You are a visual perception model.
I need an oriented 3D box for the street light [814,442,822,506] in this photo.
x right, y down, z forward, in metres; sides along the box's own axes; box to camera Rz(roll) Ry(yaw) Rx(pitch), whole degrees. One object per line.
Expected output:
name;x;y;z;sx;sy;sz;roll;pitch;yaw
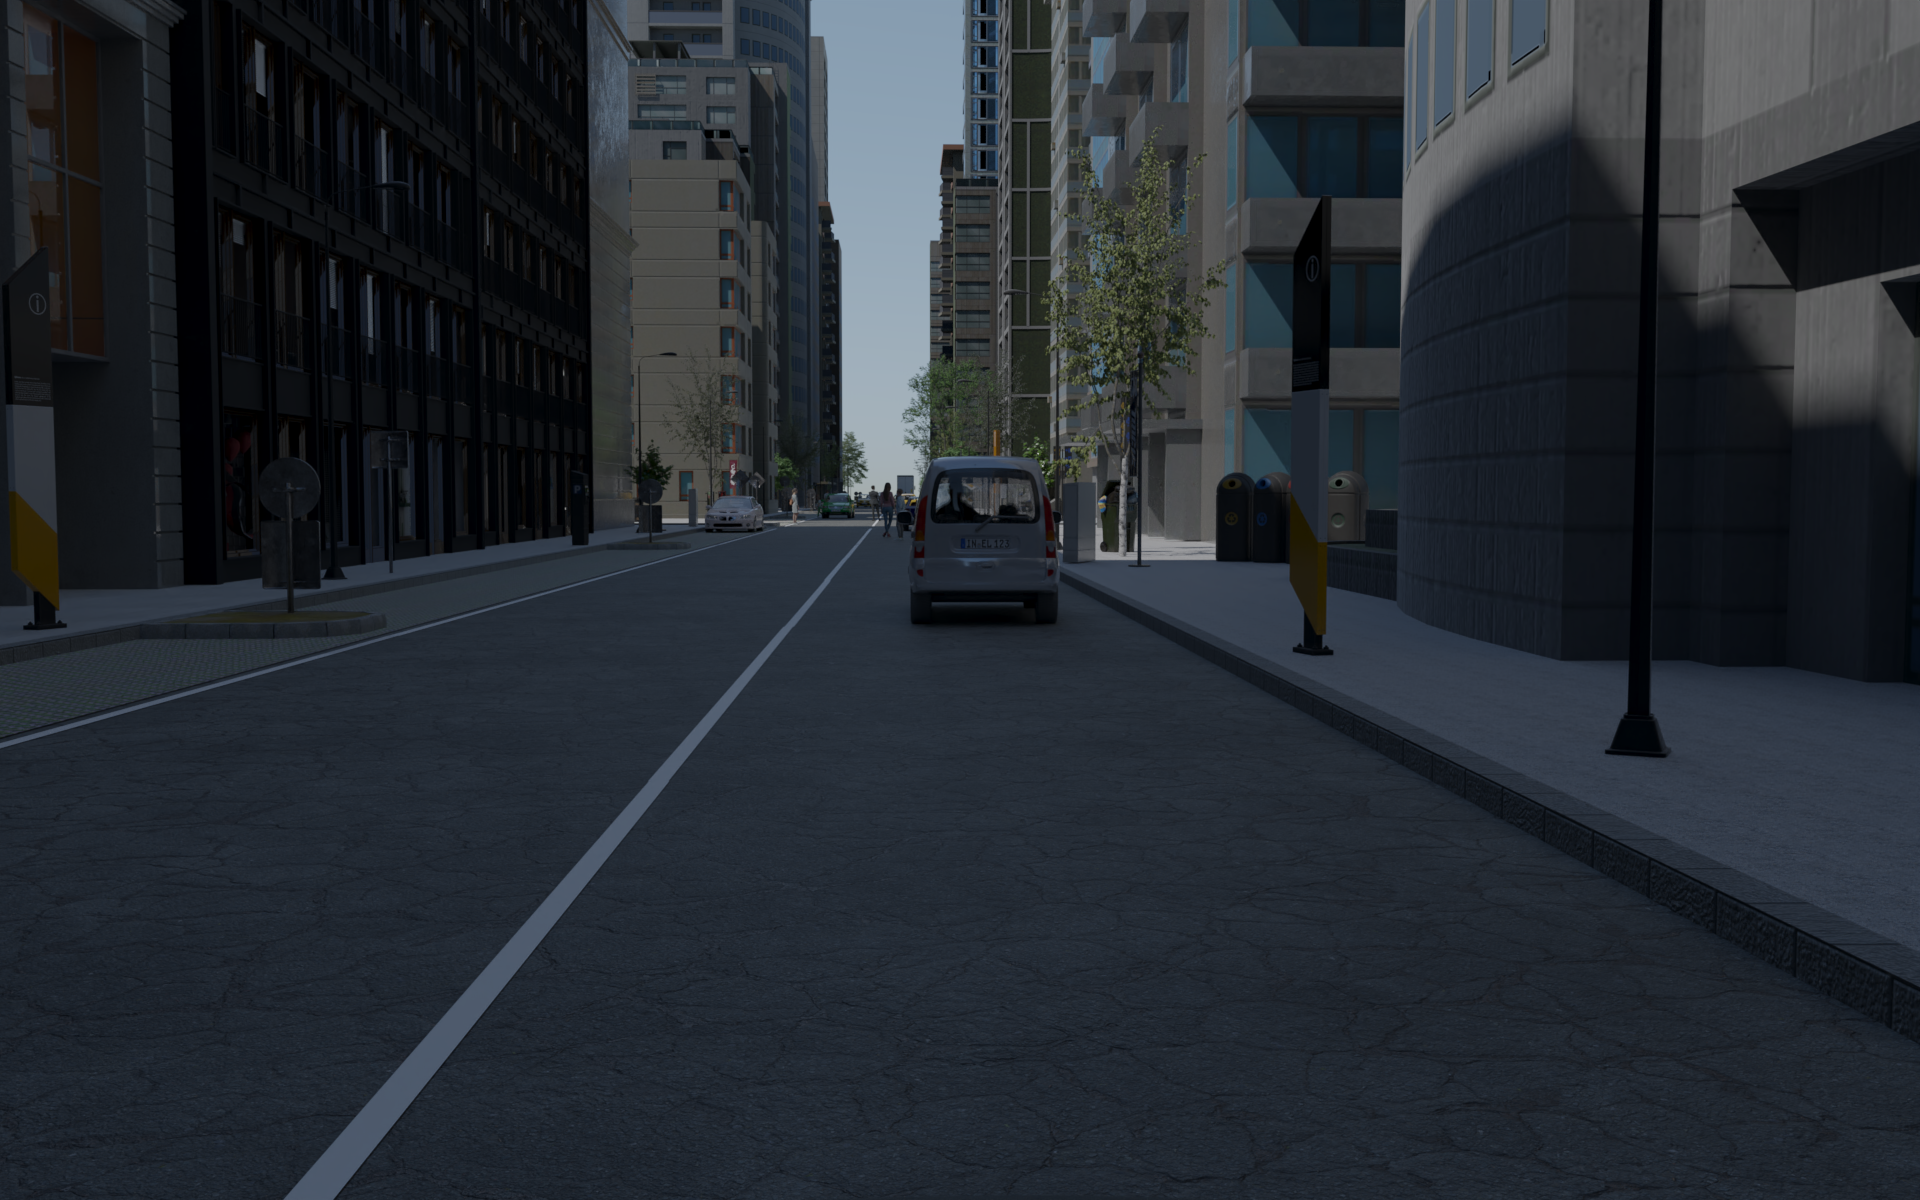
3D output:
street light;-13.257;-11.120;154.347;1.470;5.913;1.316;0;4;-2

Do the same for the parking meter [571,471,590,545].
parking meter;-9.488;-2.299;43.293;0.399;1.863;0.255;1;4;14

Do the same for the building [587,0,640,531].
building;-24.858;-16.193;62.013;25.104;27.353;12.463;0;4;-2

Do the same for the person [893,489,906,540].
person;-1.861;-2.654;53.711;0.330;1.601;0.589;1;4;22

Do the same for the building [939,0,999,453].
building;9.247;-53.177;182.110;22.319;86.520;31.000;0;4;-2

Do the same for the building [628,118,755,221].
building;-23.742;-22.343;137.011;14.160;30.474;14.107;0;4;-2

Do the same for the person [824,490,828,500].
person;-9.499;-7.065;124.587;0.480;1.755;0.524;0;4;6

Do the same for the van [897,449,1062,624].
van;0.242;-0.827;20.535;2.013;2.044;4.112;0;4;-1

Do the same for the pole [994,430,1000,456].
pole;1.180;-3.761;55.341;0.158;3.312;0.155;0;3;0

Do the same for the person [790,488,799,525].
person;-7.683;-4.353;80.683;0.522;1.701;0.512;-1;4;-22

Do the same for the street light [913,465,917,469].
street light;-5.649;-16.977;250.115;1.470;5.913;1.316;0;4;-2

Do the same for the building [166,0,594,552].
building;-17.802;-13.332;47.656;12.332;23.373;15.834;0;4;-2

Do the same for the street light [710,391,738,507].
street light;-10.657;-6.440;77.834;1.470;5.913;1.316;0;4;-2

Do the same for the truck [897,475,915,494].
truck;-8.188;-16.678;261.596;2.839;4.237;11.283;0;4;-1

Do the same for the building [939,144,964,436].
building;8.554;-34.216;214.051;22.147;44.769;28.867;0;4;-2

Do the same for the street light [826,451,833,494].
street light;-14.408;-13.031;185.593;1.470;5.913;1.316;0;4;-2

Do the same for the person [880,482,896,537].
person;-2.376;-2.995;57.470;0.555;1.821;0.388;0;4;3

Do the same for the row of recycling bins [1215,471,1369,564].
row of recycling bins;6.116;-1.525;32.044;1.069;1.692;3.534;-3;4;-36

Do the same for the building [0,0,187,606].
building;-15.709;-14.123;8.412;11.434;29.767;29.804;0;4;-2

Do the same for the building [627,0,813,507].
building;-26.596;-39.009;179.794;21.231;58.520;28.212;0;4;-2

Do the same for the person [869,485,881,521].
person;-4.565;-5.183;92.611;0.648;1.900;0.474;0;4;-1

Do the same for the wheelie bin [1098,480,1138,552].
wheelie bin;3.544;-1.856;38.252;0.980;1.594;0.693;-2;4;-31

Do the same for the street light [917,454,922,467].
street light;-3.885;-13.862;199.180;1.470;5.913;1.316;0;4;-2

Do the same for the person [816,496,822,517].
person;-8.663;-5.771;107.112;0.590;1.304;0.306;-2;4;-27

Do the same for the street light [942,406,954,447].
street light;-0.050;-7.286;91.664;1.470;5.913;1.316;0;4;-2

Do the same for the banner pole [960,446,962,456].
banner pole;0.039;-6.126;90.174;0.401;3.779;0.863;0;4;-4

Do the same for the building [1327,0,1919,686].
building;15.031;-28.862;13.886;21.231;58.520;28.212;0;4;-2

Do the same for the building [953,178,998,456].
building;6.342;-23.819;161.138;14.160;30.474;14.107;0;4;-2

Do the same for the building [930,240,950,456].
building;2.102;-36.488;280.170;14.154;41.232;14.086;0;4;-2

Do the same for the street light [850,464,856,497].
street light;-17.287;-18.069;267.971;1.470;5.913;1.316;0;4;-2

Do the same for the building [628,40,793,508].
building;-22.945;-29.097;159.326;14.154;41.232;14.086;0;4;-2

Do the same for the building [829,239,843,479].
building;-27.152;-39.397;294.242;14.600;45.320;14.200;0;4;-2

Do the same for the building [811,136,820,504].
building;-24.837;-34.619;216.139;14.600;45.320;14.200;0;4;-2

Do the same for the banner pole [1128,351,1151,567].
banner pole;3.125;-2.490;30.731;0.401;3.779;0.863;-1;4;-11

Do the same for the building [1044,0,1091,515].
building;18.526;-25.529;109.278;32.217;40.220;23.993;0;4;-2

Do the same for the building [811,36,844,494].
building;-29.118;-51.239;276.001;20.563;71.187;20.611;0;4;-2

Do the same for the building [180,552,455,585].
building;-16.883;-12.335;31.356;12.332;23.373;15.834;0;4;-2

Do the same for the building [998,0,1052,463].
building;11.718;-43.014;141.524;20.563;71.187;20.611;0;4;-2

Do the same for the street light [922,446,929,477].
street light;-2.716;-11.933;167.643;1.470;5.913;1.316;0;4;-2

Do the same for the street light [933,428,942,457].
street light;-1.219;-9.153;122.192;1.470;5.913;1.316;0;4;-2

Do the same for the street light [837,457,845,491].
street light;-15.427;-14.901;216.177;1.470;5.913;1.316;0;4;-2

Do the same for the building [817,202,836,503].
building;-29.416;-36.516;251.663;22.147;44.769;28.867;0;4;-2

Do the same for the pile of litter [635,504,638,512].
pile of litter;-15.279;-4.200;82.627;1.719;0.858;1.176;-2;4;-25

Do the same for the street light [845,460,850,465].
street light;-16.191;-16.202;237.440;1.470;5.913;1.316;0;4;-2

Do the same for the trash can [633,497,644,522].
trash can;-14.806;-4.142;79.368;0.748;1.137;0.748;0;3;0

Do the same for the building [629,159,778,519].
building;-25.853;-15.832;103.893;27.650;21.520;28.899;0;4;-2

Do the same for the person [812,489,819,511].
person;-11.387;-7.766;135.430;0.822;1.834;0.622;-1;4;-13

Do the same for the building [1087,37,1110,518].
building;14.137;-26.656;85.935;14.200;45.320;14.600;0;4;-2

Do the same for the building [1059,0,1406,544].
building;15.724;-26.543;53.590;23.786;49.044;30.456;0;4;-2
